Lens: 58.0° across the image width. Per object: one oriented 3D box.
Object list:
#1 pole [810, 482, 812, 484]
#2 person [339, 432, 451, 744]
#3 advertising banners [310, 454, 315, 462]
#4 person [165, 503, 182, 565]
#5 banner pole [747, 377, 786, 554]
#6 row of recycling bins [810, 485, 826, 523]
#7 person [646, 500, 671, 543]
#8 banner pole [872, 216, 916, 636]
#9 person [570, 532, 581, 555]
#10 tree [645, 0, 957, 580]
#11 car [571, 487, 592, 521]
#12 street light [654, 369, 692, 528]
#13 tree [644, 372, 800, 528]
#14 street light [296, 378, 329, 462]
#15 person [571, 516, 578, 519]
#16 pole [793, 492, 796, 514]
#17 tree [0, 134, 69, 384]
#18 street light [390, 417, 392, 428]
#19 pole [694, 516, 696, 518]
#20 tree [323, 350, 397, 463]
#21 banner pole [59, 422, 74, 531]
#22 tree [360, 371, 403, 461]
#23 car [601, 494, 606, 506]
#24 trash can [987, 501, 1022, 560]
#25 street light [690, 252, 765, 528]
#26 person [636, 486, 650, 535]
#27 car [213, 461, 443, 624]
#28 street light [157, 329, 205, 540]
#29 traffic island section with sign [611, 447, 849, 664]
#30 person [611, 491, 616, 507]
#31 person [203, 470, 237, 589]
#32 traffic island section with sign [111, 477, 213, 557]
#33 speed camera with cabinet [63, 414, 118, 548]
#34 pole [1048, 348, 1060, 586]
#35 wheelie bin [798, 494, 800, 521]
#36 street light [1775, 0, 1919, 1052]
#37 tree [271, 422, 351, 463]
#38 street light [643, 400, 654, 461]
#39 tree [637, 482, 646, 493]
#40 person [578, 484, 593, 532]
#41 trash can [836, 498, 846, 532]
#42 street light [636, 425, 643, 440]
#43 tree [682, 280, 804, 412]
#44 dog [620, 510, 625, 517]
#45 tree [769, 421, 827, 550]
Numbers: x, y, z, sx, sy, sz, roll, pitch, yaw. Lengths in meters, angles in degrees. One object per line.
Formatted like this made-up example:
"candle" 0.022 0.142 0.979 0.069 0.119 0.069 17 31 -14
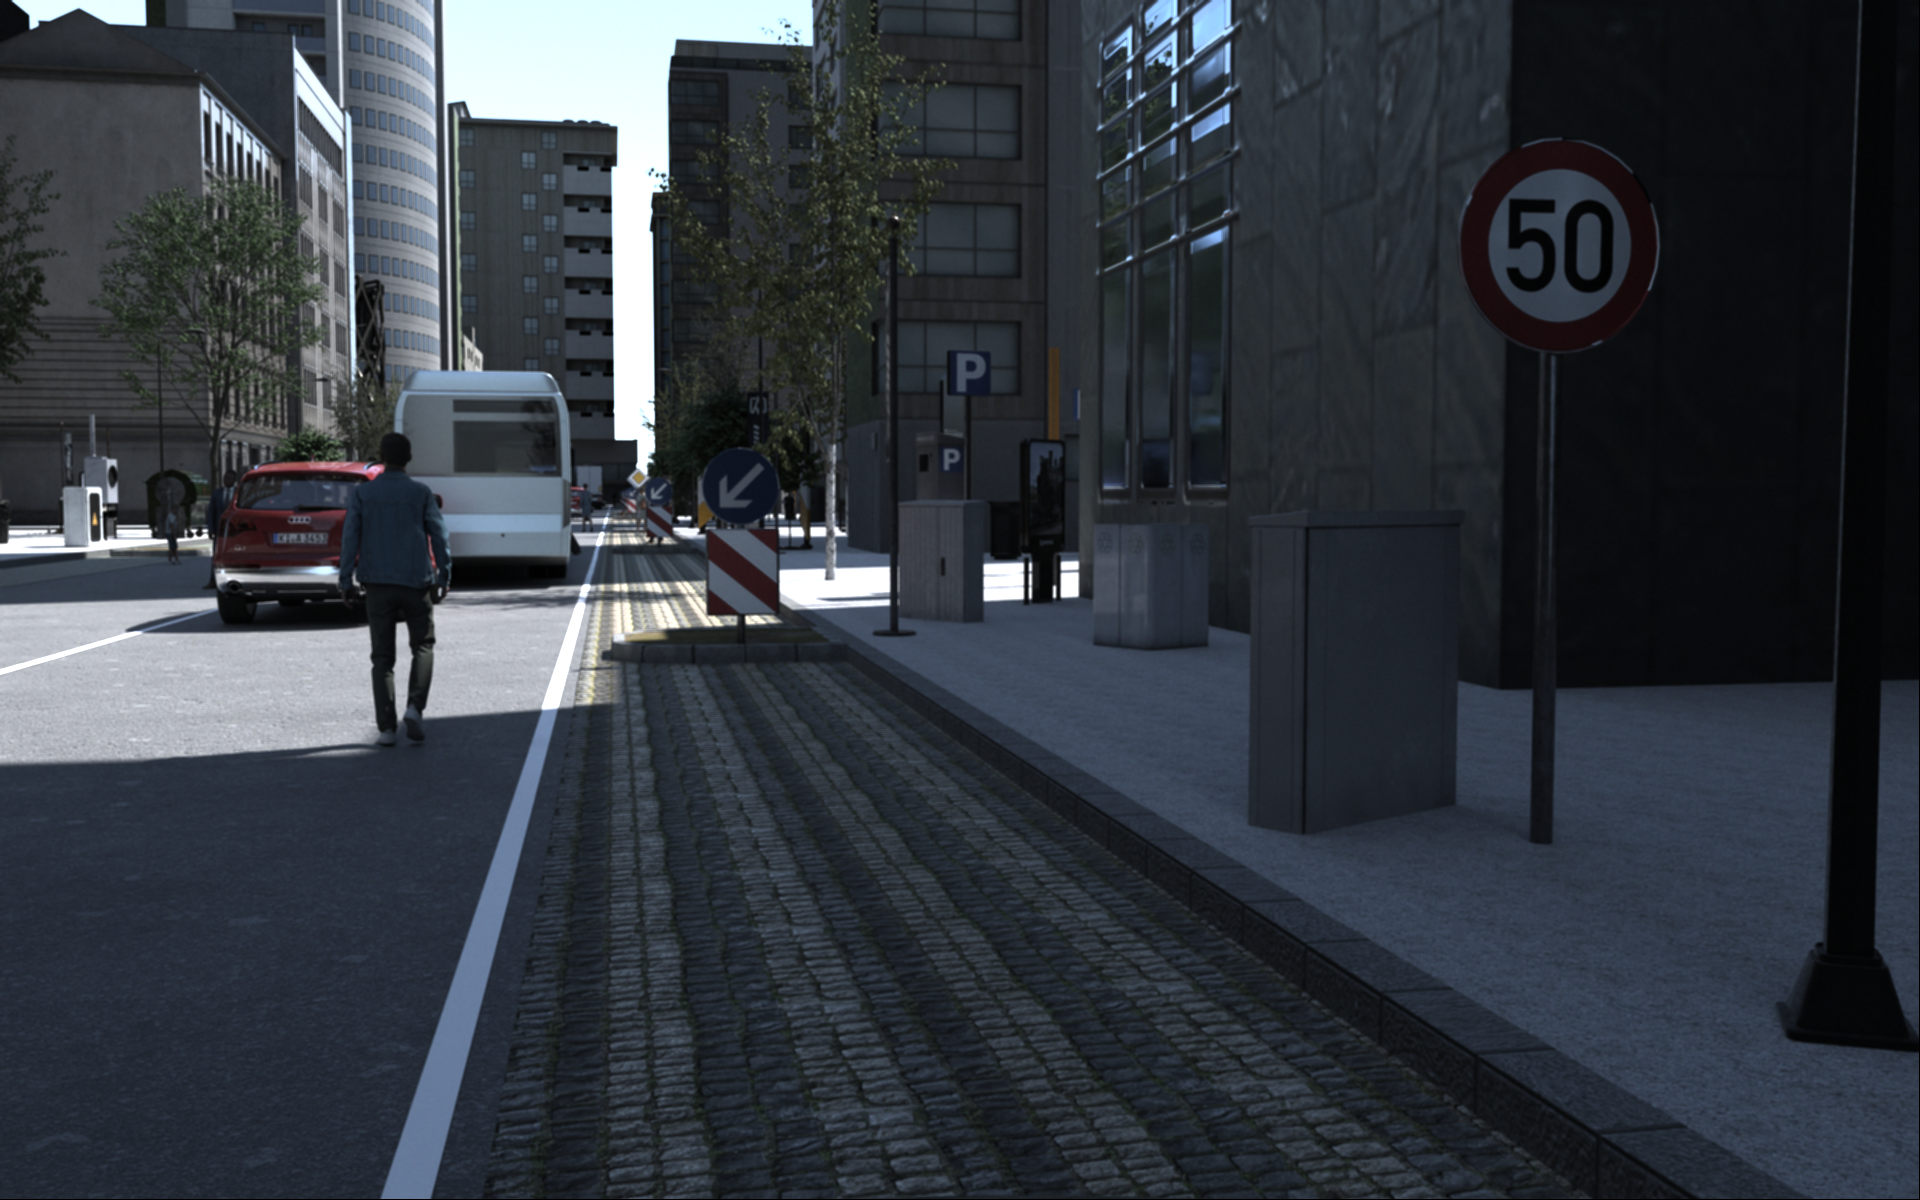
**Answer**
"pole" -7.616 -5.789 88.498 0.158 3.312 0.155 0 3 0
"person" -3.217 -0.064 9.888 0.601 1.785 0.444 -1 4 -14
"advertising banners" -28.303 -4.817 74.944 0.090 3.025 2.074 0 4 2
"person" -15.996 -1.348 35.224 0.352 1.250 0.332 1 4 11
"banner pole" -4.175 -2.889 37.257 0.863 3.779 0.401 0 4 8
"row of recycling bins" -6.752 -4.404 79.117 1.069 1.692 3.534 0 4 2
"person" -8.718 -2.529 50.039 0.721 1.800 0.419 0 4 6
"banner pole" -0.636 -1.584 15.919 0.401 3.779 0.863 -1 4 -9
"person" -9.636 -1.946 40.528 1.509 1.804 0.699 -2 4 -23
"tree" -2.152 -4.606 25.667 4.737 8.622 4.395 0 3 0
"car" -20.959 -5.172 93.232 2.281 1.827 5.304 -1 4 -13
"street light" -10.518 -5.623 64.479 1.470 5.913 1.316 -1 4 -11
"tree" -6.265 -3.867 46.935 4.285 4.588 4.351 0 3 0
"street light" -26.032 -5.934 69.557 1.470 5.913 1.316 -1 4 -11
"person" -22.168 -5.574 99.842 0.606 1.804 0.583 -3 5 -40
"pole" -10.502 -7.088 109.735 0.158 3.312 0.155 0 3 0
"tree" -20.207 -5.191 35.243 4.737 8.622 4.395 0 3 0
"street light" -32.046 -7.757 99.365 1.470 5.913 1.316 -1 4 -11
"pole" -13.281 -5.701 87.051 0.158 3.312 0.155 0 3 0
"tree" -30.547 -8.444 88.425 4.360 8.622 3.978 0 3 0
"banner pole" -31.022 -4.289 60.149 0.863 3.779 0.401 2 4 33
"tree" -34.326 -9.399 104.034 4.737 8.622 4.395 0 3 0
"car" -43.089 -12.024 205.259 2.281 1.827 5.304 -1 4 -10
"trash can" 0.898 -1.359 33.868 0.748 1.137 0.748 0 3 0
"street light" -4.399 -3.732 33.556 1.470 5.913 1.316 -1 4 -11
"person" -10.935 -3.071 59.716 0.512 1.701 0.522 -1 4 -11
"car" -7.469 -0.744 20.833 2.281 1.827 5.304 -1 4 -11
"street light" -21.949 -4.666 48.836 1.470 5.913 1.316 -1 4 -11
"traffic island section with sign" -2.113 -0.419 15.472 1.989 1.847 2.006 -1 4 -11
"person" -38.418 -11.175 192.029 0.721 1.723 1.217 1 4 12
"person" -11.167 -1.082 26.378 0.721 1.800 0.419 -2 4 -23
"traffic island section with sign" -18.404 -1.931 40.208 1.989 1.847 2.006 -1 4 -11
"speed camera with cabinet" -21.303 -2.943 42.449 0.660 3.252 2.038 0 4 -6
"pole" 1.311 -1.860 24.249 0.158 3.312 0.155 0 3 0
"wheelie bin" -7.222 -4.550 82.295 0.693 1.594 0.980 3 5 44
"street light" 1.590 -1.916 3.870 1.470 5.913 1.316 -1 4 -11
"tree" -29.469 -5.806 78.635 4.285 4.588 4.351 0 3 0
"street light" -14.860 -6.943 86.058 1.470 5.913 1.316 -1 4 -11
"tree" -34.704 -11.879 188.829 1.663 3.219 1.824 0 3 0
"person" -13.963 -3.436 64.695 0.581 1.822 0.654 -2 4 -34
"trash can" -3.785 -2.857 58.359 0.748 1.137 0.748 0 3 0
"street light" -20.805 -8.784 116.160 1.470 5.913 1.316 -1 4 -11
"tree" -7.711 -6.732 60.429 4.360 8.622 3.978 0 3 0
"dog" -19.669 -4.991 100.887 0.540 0.507 0.406 1 4 15
"tree" -3.823 -2.784 40.122 1.663 3.219 1.824 0 3 0
